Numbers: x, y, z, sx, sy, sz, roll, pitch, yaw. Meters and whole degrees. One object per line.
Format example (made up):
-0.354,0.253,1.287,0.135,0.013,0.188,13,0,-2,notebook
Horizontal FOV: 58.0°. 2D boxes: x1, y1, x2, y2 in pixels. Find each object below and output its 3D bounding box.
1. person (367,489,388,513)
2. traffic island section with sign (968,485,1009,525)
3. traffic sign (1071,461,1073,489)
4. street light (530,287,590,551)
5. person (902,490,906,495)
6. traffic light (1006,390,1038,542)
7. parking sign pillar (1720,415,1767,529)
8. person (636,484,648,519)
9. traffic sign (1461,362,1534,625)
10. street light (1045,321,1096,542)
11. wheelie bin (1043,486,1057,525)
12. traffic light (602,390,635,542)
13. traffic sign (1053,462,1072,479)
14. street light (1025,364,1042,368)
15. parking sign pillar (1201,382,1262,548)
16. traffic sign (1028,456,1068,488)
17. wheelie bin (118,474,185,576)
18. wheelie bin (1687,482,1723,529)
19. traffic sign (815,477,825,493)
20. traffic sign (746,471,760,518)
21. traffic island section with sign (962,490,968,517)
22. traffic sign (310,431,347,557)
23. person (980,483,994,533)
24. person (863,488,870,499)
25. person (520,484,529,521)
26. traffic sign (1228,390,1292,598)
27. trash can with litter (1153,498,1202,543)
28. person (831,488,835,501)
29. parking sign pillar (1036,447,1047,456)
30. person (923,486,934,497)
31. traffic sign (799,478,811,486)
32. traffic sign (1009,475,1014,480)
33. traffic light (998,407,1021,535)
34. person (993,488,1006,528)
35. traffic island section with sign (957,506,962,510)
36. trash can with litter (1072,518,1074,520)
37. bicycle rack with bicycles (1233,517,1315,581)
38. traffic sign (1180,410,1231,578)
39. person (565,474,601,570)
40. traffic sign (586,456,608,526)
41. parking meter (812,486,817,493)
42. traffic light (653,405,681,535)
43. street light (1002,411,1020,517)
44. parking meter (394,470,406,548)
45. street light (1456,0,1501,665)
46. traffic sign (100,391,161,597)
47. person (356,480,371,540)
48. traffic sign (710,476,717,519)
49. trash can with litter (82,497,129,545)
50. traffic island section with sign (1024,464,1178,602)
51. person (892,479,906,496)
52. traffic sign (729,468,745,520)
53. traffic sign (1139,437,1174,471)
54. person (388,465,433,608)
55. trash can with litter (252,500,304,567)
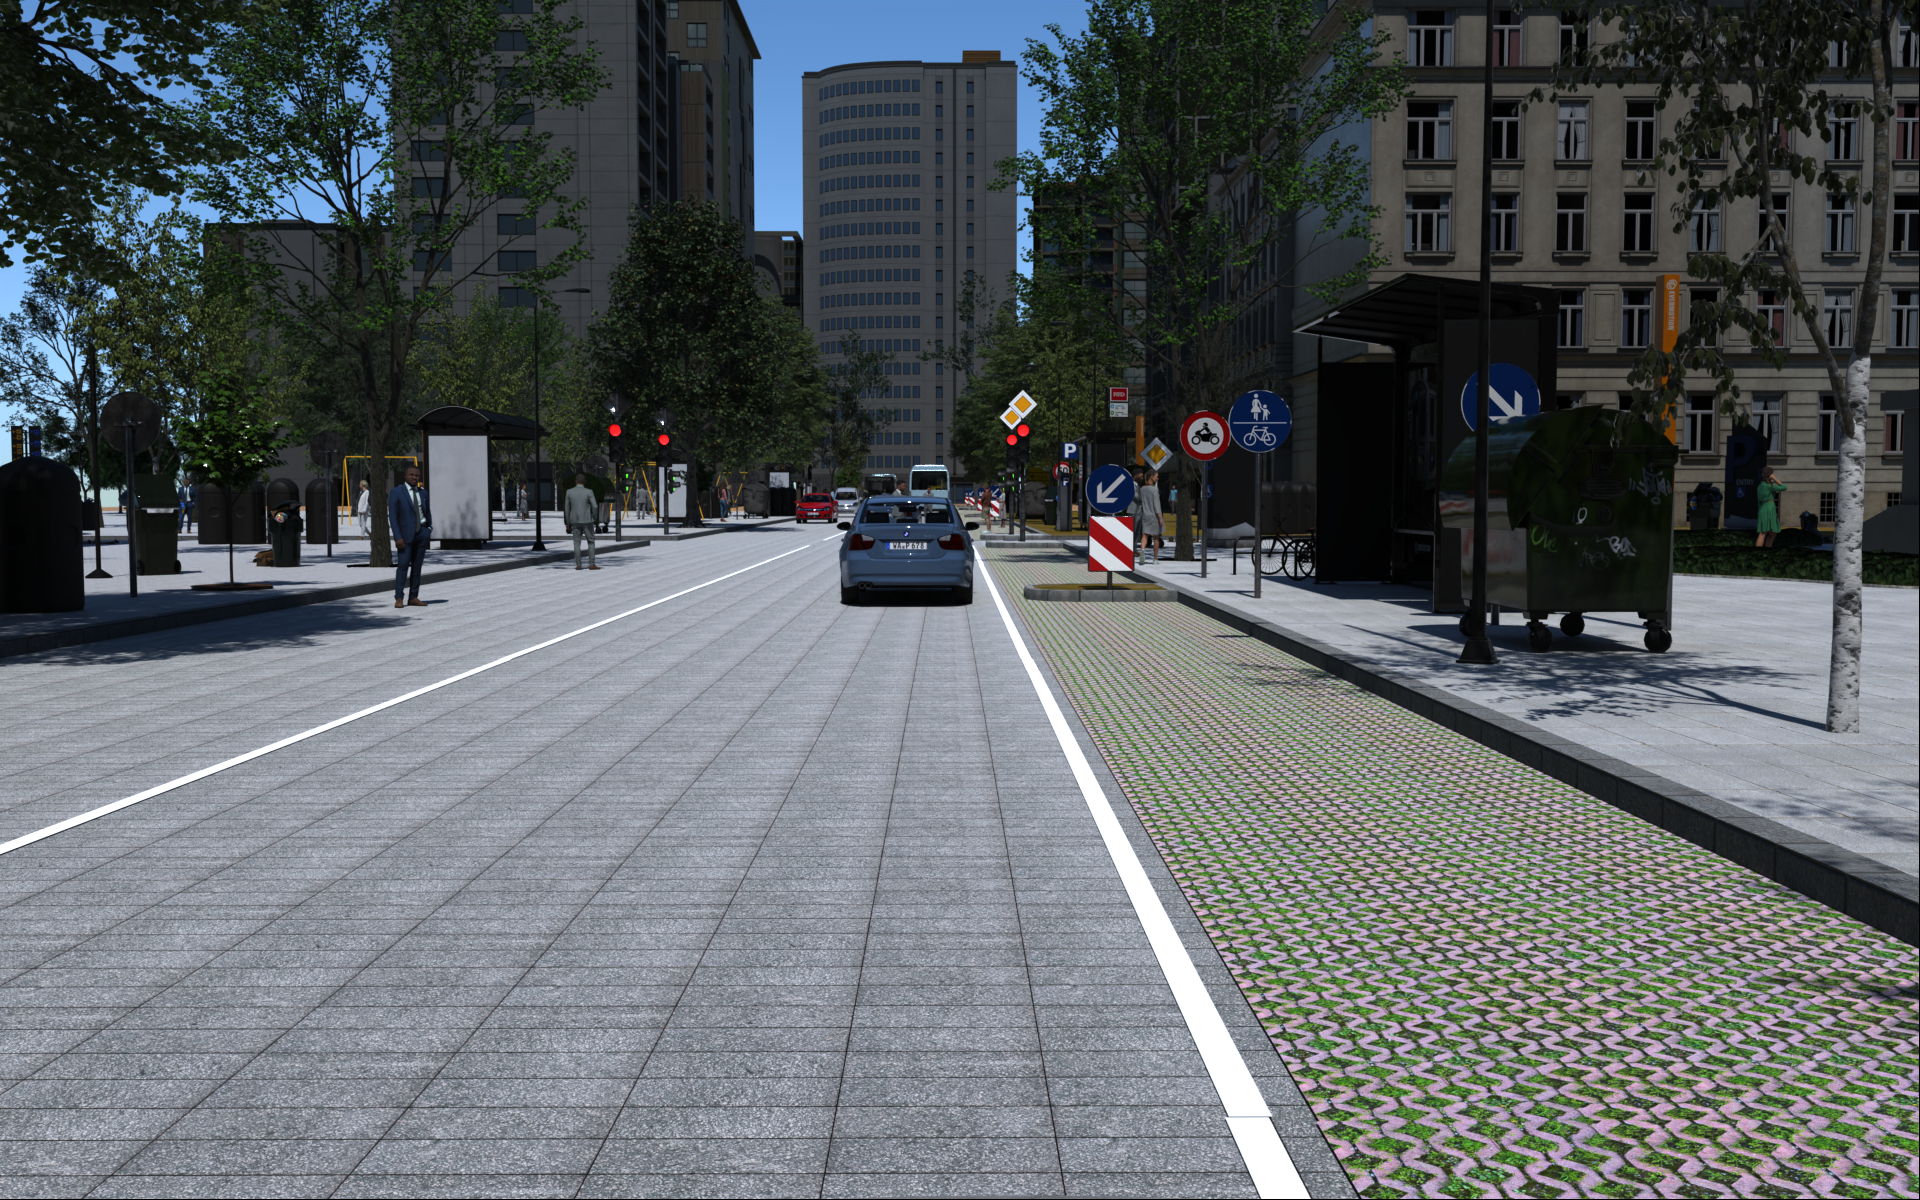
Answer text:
-16.288,-2.487,48.519,0.474,1.900,0.648,0,4,-5,person
1.472,-4.339,79.566,1.989,1.847,2.006,0,4,0,traffic island section with sign
5.787,-6.838,105.669,2.265,3.308,0.079,0,4,8,traffic sign
-9.000,-4.068,39.060,1.470,5.913,1.316,0,4,0,street light
-3.368,-5.742,102.799,0.576,1.772,0.534,0,4,-4,person
1.672,-3.532,46.667,0.839,4.253,0.868,0,4,0,traffic light
25.880,-4.195,57.055,1.447,3.967,1.447,-2,4,-25,parking sign pillar
-16.143,-4.991,87.846,0.606,1.804,0.583,-2,4,-27,person
5.241,-1.026,16.886,0.768,2.556,0.104,0,4,1,traffic sign
3.084,-4.534,46.664,1.470,5.913,1.316,0,4,0,street light
3.862,-3.869,71.168,0.693,1.594,0.980,-3,5,-41,wheelie bin
-9.189,-3.526,46.570,0.839,4.253,0.868,0,4,0,traffic light
4.044,-4.171,68.309,0.768,2.556,0.104,0,4,5,traffic sign
3.013,-5.480,62.141,1.470,5.913,1.316,0,4,0,street light
6.560,-3.260,41.771,1.447,3.967,1.447,-2,4,-24,parking sign pillar
4.784,-6.094,93.518,2.265,3.308,0.079,0,4,0,traffic sign
-12.860,-1.199,27.512,0.693,1.594,0.980,3,5,43,wheelie bin
19.379,-2.269,45.005,0.980,1.594,0.693,-3,5,-40,wheelie bin
-10.555,-7.953,130.140,0.768,2.556,0.104,0,4,4,traffic sign
-11.243,-5.753,94.164,0.768,2.556,0.104,1,4,8,traffic sign
1.263,-6.000,106.721,1.989,1.847,2.006,0,4,0,traffic island section with sign
-12.799,-2.140,35.088,0.768,2.556,0.104,0,4,5,traffic sign
0.984,-3.374,63.648,0.573,1.828,0.580,-1,4,-18,person
-6.812,-7.216,125.849,0.474,1.900,0.648,0,4,4,person
-20.713,-4.646,82.579,0.524,1.755,0.480,0,4,-5,person
3.664,-1.293,21.248,0.768,2.556,0.104,0,4,2,traffic sign
6.228,-2.133,45.929,2.233,1.210,1.678,2,4,32,trash can with litter
-7.387,-5.614,100.560,0.793,1.790,0.793,-2,4,-26,person
4.850,-6.556,95.661,1.447,3.967,1.447,-1,4,-20,parking sign pillar
-1.451,-4.296,78.919,0.511,1.800,0.466,0,4,-4,person
-10.796,-7.379,120.653,0.884,2.594,0.081,0,4,6,traffic sign
3.364,-6.757,110.578,0.768,2.556,0.104,1,4,8,traffic sign
1.612,-4.020,54.652,0.839,4.253,0.868,0,4,0,traffic light
1.710,-3.937,73.434,0.524,1.755,0.480,-1,4,-11,person
0.900,-9.045,156.518,1.989,1.847,2.006,0,4,0,traffic island section with sign
5.117,-4.541,85.295,1.678,1.210,2.233,1,4,19,trash can with litter
5.702,-0.829,26.934,2.925,0.926,2.852,-1,4,-21,bicycle rack with bicycles
3.737,-1.611,26.447,0.768,2.556,0.104,0,4,3,traffic sign
-7.140,-1.476,32.735,0.635,1.810,0.391,0,4,-6,person
-12.073,-3.517,57.616,0.768,2.556,0.104,0,4,4,traffic sign
-10.802,-7.520,128.668,0.255,1.863,0.399,1,4,18,parking meter
-9.249,-4.014,54.555,0.839,4.253,0.868,0,4,0,traffic light
2.689,-7.561,96.161,1.470,5.913,1.316,0,4,0,street light
-13.282,-2.179,41.331,0.399,1.863,0.255,-1,4,-19,parking meter
3.408,-2.476,13.019,1.470,5.913,1.316,0,4,0,street light
-10.276,-1.306,21.462,0.768,2.556,0.104,0,4,3,traffic sign
-17.673,-2.636,51.479,0.514,1.842,0.818,1,4,23,person
-12.780,-5.301,88.801,0.606,2.300,0.079,0,4,6,traffic sign
-22.057,-2.046,44.517,2.233,1.210,1.678,-2,4,-34,trash can with litter
1.889,-0.926,23.775,1.989,1.847,2.006,0,4,0,traffic island section with sign
-1.469,-2.145,43.752,0.466,1.800,0.511,1,4,15,person
-11.144,-5.293,86.536,0.884,2.594,0.081,0,4,8,traffic sign
4.531,-2.452,39.824,0.795,2.593,0.064,0,4,7,traffic sign
-7.022,-0.820,22.096,0.419,1.800,0.721,2,4,32,person
-12.078,-1.171,30.532,1.055,1.170,0.624,2,4,31,trash can with litter
